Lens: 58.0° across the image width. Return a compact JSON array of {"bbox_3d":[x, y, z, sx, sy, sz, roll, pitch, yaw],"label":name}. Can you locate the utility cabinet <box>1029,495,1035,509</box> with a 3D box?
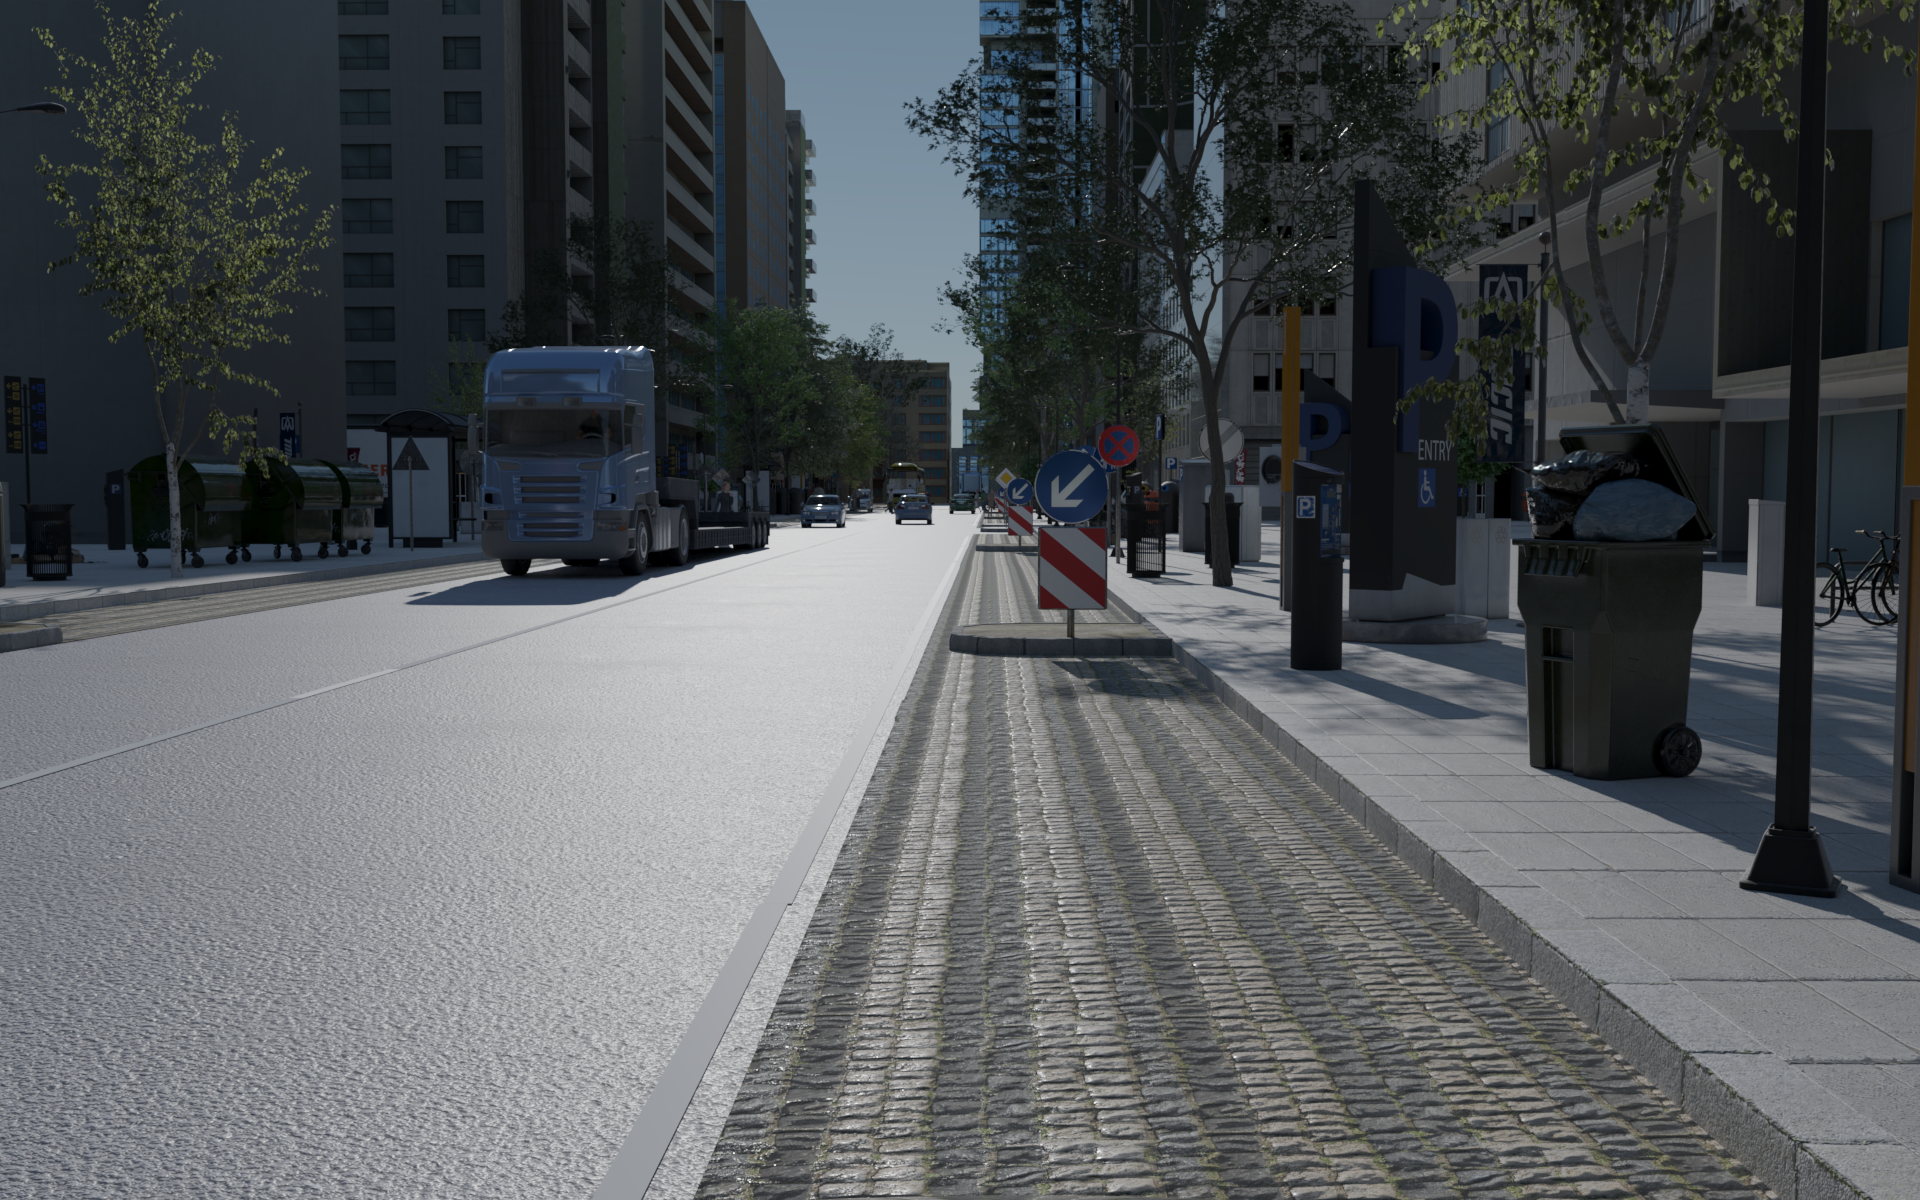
[{"bbox_3d":[5.851,-8.142,144.287,1.020,1.237,0.306,1,4,9],"label":"utility cabinet"}]

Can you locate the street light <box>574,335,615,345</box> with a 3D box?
[{"bbox_3d":[-10.772,-4.785,50.770,1.470,5.913,1.316,0,4,1],"label":"street light"}]

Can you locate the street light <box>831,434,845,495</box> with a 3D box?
[{"bbox_3d":[-9.466,-9.912,134.594,1.470,5.913,1.316,0,4,1],"label":"street light"}]

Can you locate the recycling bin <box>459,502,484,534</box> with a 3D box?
[{"bbox_3d":[-15.757,-2.649,55.863,0.722,1.027,0.722,-1,4,-21],"label":"recycling bin"}]

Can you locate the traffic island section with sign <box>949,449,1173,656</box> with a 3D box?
[{"bbox_3d":[0.903,-0.463,16.202,1.989,1.847,2.006,0,4,1],"label":"traffic island section with sign"}]

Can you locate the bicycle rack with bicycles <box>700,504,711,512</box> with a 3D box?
[{"bbox_3d":[-16.077,-6.461,119.024,2.925,0.926,2.852,2,4,26],"label":"bicycle rack with bicycles"}]

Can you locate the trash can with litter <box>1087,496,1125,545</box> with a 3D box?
[{"bbox_3d":[3.531,-1.954,43.337,0.624,1.170,1.055,2,4,34],"label":"trash can with litter"}]

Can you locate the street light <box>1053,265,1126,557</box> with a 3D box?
[{"bbox_3d":[2.678,-3.835,35.242,1.470,5.913,1.316,0,4,1],"label":"street light"}]

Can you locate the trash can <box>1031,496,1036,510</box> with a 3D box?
[{"bbox_3d":[6.127,-7.952,141.669,0.748,1.137,0.748,0,3,0],"label":"trash can"}]

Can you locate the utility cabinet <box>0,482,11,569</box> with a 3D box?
[{"bbox_3d":[-16.632,-1.258,29.249,1.173,1.500,0.318,1,4,15],"label":"utility cabinet"}]

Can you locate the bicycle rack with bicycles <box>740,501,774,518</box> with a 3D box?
[{"bbox_3d":[-11.441,-4.959,94.454,2.852,0.926,2.925,-2,4,-34],"label":"bicycle rack with bicycles"}]

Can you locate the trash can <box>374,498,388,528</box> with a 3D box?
[{"bbox_3d":[-22.115,-3.333,66.152,0.748,1.137,0.748,0,3,0],"label":"trash can"}]

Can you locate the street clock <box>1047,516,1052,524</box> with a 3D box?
[{"bbox_3d":[3.814,-4.215,73.486,0.358,2.002,0.471,1,4,12],"label":"street clock"}]

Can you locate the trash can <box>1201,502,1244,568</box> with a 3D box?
[{"bbox_3d":[4.558,-1.128,30.096,0.748,1.137,0.748,0,3,0],"label":"trash can"}]

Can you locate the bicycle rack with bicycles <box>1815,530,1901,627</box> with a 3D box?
[{"bbox_3d":[9.474,-0.195,16.569,2.925,0.926,2.852,0,4,-3],"label":"bicycle rack with bicycles"}]

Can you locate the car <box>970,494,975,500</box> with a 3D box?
[{"bbox_3d":[0.982,-10.823,186.749,2.009,1.686,4.222,0,4,3],"label":"car"}]

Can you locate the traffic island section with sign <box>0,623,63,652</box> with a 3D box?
[{"bbox_3d":[-9.627,-0.461,16.162,1.989,1.847,2.006,0,4,1],"label":"traffic island section with sign"}]

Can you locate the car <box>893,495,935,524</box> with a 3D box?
[{"bbox_3d":[-2.207,-4.348,83.085,2.014,1.417,4.499,0,4,0],"label":"car"}]

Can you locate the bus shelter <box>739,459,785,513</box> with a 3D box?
[{"bbox_3d":[-11.670,-6.631,102.334,2.014,3.302,5.546,0,4,1],"label":"bus shelter"}]

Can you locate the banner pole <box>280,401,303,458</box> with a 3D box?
[{"bbox_3d":[-18.014,-3.476,46.847,0.863,3.779,0.401,1,4,13],"label":"banner pole"}]

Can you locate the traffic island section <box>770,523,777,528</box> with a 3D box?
[{"bbox_3d":[-8.924,-3.163,73.995,2.009,0.180,2.903,0,4,1],"label":"traffic island section"}]

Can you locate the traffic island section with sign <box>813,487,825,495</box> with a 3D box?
[{"bbox_3d":[-8.132,-5.602,100.214,1.989,1.847,2.006,0,4,1],"label":"traffic island section with sign"}]

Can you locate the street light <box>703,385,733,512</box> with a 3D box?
[{"bbox_3d":[-10.369,-6.204,73.978,1.470,5.913,1.316,0,4,1],"label":"street light"}]

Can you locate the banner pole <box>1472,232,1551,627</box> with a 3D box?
[{"bbox_3d":[5.354,-1.628,16.629,0.863,3.779,0.401,0,4,0],"label":"banner pole"}]

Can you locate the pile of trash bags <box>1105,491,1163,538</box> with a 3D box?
[{"bbox_3d":[5.127,-2.505,50.702,1.912,1.369,3.447,-1,4,-16],"label":"pile of trash bags"}]

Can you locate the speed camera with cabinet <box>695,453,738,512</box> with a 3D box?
[{"bbox_3d":[-11.779,-5.452,83.478,2.038,3.252,0.660,-1,4,-14],"label":"speed camera with cabinet"}]

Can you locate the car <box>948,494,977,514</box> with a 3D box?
[{"bbox_3d":[0.169,-6.947,125.380,2.131,1.459,4.920,0,4,2],"label":"car"}]

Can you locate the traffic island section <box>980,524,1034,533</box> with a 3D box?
[{"bbox_3d":[1.775,-2.663,65.816,2.009,0.180,2.903,0,4,1],"label":"traffic island section"}]

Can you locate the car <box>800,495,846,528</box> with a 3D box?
[{"bbox_3d":[-5.909,-3.864,75.186,2.014,1.417,4.499,0,4,-1],"label":"car"}]

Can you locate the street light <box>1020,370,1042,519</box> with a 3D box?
[{"bbox_3d":[3.097,-5.654,64.977,1.470,5.913,1.316,0,4,1],"label":"street light"}]

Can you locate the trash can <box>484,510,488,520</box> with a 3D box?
[{"bbox_3d":[-13.105,-2.271,48.784,0.748,1.137,0.748,0,3,0],"label":"trash can"}]

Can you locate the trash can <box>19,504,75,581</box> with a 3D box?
[{"bbox_3d":[-13.517,-0.858,25.686,0.748,1.137,0.748,0,3,0],"label":"trash can"}]

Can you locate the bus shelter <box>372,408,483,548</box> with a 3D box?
[{"bbox_3d":[-12.834,-3.046,43.732,2.014,3.302,5.546,0,4,1],"label":"bus shelter"}]

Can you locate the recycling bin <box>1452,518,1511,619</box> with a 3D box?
[{"bbox_3d":[5.203,-0.332,17.979,0.722,1.027,0.722,-2,4,-31],"label":"recycling bin"}]

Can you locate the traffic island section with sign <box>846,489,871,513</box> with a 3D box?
[{"bbox_3d":[-7.648,-7.312,128.172,1.989,1.847,2.006,0,4,1],"label":"traffic island section with sign"}]

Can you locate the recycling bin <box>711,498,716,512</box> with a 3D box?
[{"bbox_3d":[-16.334,-6.390,117.028,0.722,1.027,0.722,2,4,31],"label":"recycling bin"}]

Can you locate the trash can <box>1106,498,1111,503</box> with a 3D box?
[{"bbox_3d":[4.808,-2.930,59.567,0.748,1.137,0.748,0,3,0],"label":"trash can"}]

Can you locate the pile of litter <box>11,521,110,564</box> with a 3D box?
[{"bbox_3d":[-16.800,-1.108,32.080,1.719,0.858,1.176,0,4,4],"label":"pile of litter"}]

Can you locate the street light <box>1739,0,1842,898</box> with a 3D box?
[{"bbox_3d":[2.179,-2.016,5.509,1.470,5.913,1.316,0,4,1],"label":"street light"}]

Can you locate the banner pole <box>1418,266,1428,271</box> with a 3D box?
[{"bbox_3d":[4.941,-1.790,19.289,0.401,3.779,0.863,-2,4,-33],"label":"banner pole"}]

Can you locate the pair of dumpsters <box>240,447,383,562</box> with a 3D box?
[{"bbox_3d":[-13.023,-1.965,34.618,1.574,2.255,4.437,0,4,1],"label":"pair of dumpsters"}]

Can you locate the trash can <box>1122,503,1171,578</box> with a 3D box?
[{"bbox_3d":[2.873,-0.920,26.688,0.748,1.137,0.748,0,3,0],"label":"trash can"}]

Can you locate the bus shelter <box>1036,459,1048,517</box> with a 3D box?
[{"bbox_3d":[5.190,-6.079,93.310,2.014,3.302,5.546,0,4,1],"label":"bus shelter"}]

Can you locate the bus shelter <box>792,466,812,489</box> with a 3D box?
[{"bbox_3d":[-11.839,-8.149,127.157,2.014,3.302,5.546,0,4,1],"label":"bus shelter"}]

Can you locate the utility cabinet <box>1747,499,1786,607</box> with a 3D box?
[{"bbox_3d":[9.419,-0.555,20.231,0.306,1.237,1.020,1,4,19],"label":"utility cabinet"}]

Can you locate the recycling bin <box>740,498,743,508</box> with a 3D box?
[{"bbox_3d":[-13.688,-5.667,105.209,0.722,1.027,0.722,3,5,41],"label":"recycling bin"}]

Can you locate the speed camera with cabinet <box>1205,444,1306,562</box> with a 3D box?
[{"bbox_3d":[5.533,-2.339,32.576,0.660,3.252,2.038,-3,4,-39],"label":"speed camera with cabinet"}]

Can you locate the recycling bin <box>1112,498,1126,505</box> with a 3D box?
[{"bbox_3d":[9.517,-5.585,103.870,0.722,1.027,0.722,-1,4,-9],"label":"recycling bin"}]

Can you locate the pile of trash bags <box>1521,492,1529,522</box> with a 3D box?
[{"bbox_3d":[27.566,-4.273,79.614,3.447,1.369,1.912,1,4,10],"label":"pile of trash bags"}]

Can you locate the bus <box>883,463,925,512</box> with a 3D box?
[{"bbox_3d":[-4.363,-9.083,140.057,2.896,3.916,12.252,0,4,2],"label":"bus"}]

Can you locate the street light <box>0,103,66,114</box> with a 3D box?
[{"bbox_3d":[-11.315,-2.947,20.724,1.470,5.913,1.316,0,4,1],"label":"street light"}]

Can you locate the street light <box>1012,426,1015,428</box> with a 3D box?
[{"bbox_3d":[3.494,-7.044,87.707,1.470,5.913,1.316,0,4,1],"label":"street light"}]

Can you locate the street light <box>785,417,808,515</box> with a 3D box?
[{"bbox_3d":[-9.822,-8.034,103.893,1.470,5.913,1.316,0,4,1],"label":"street light"}]
